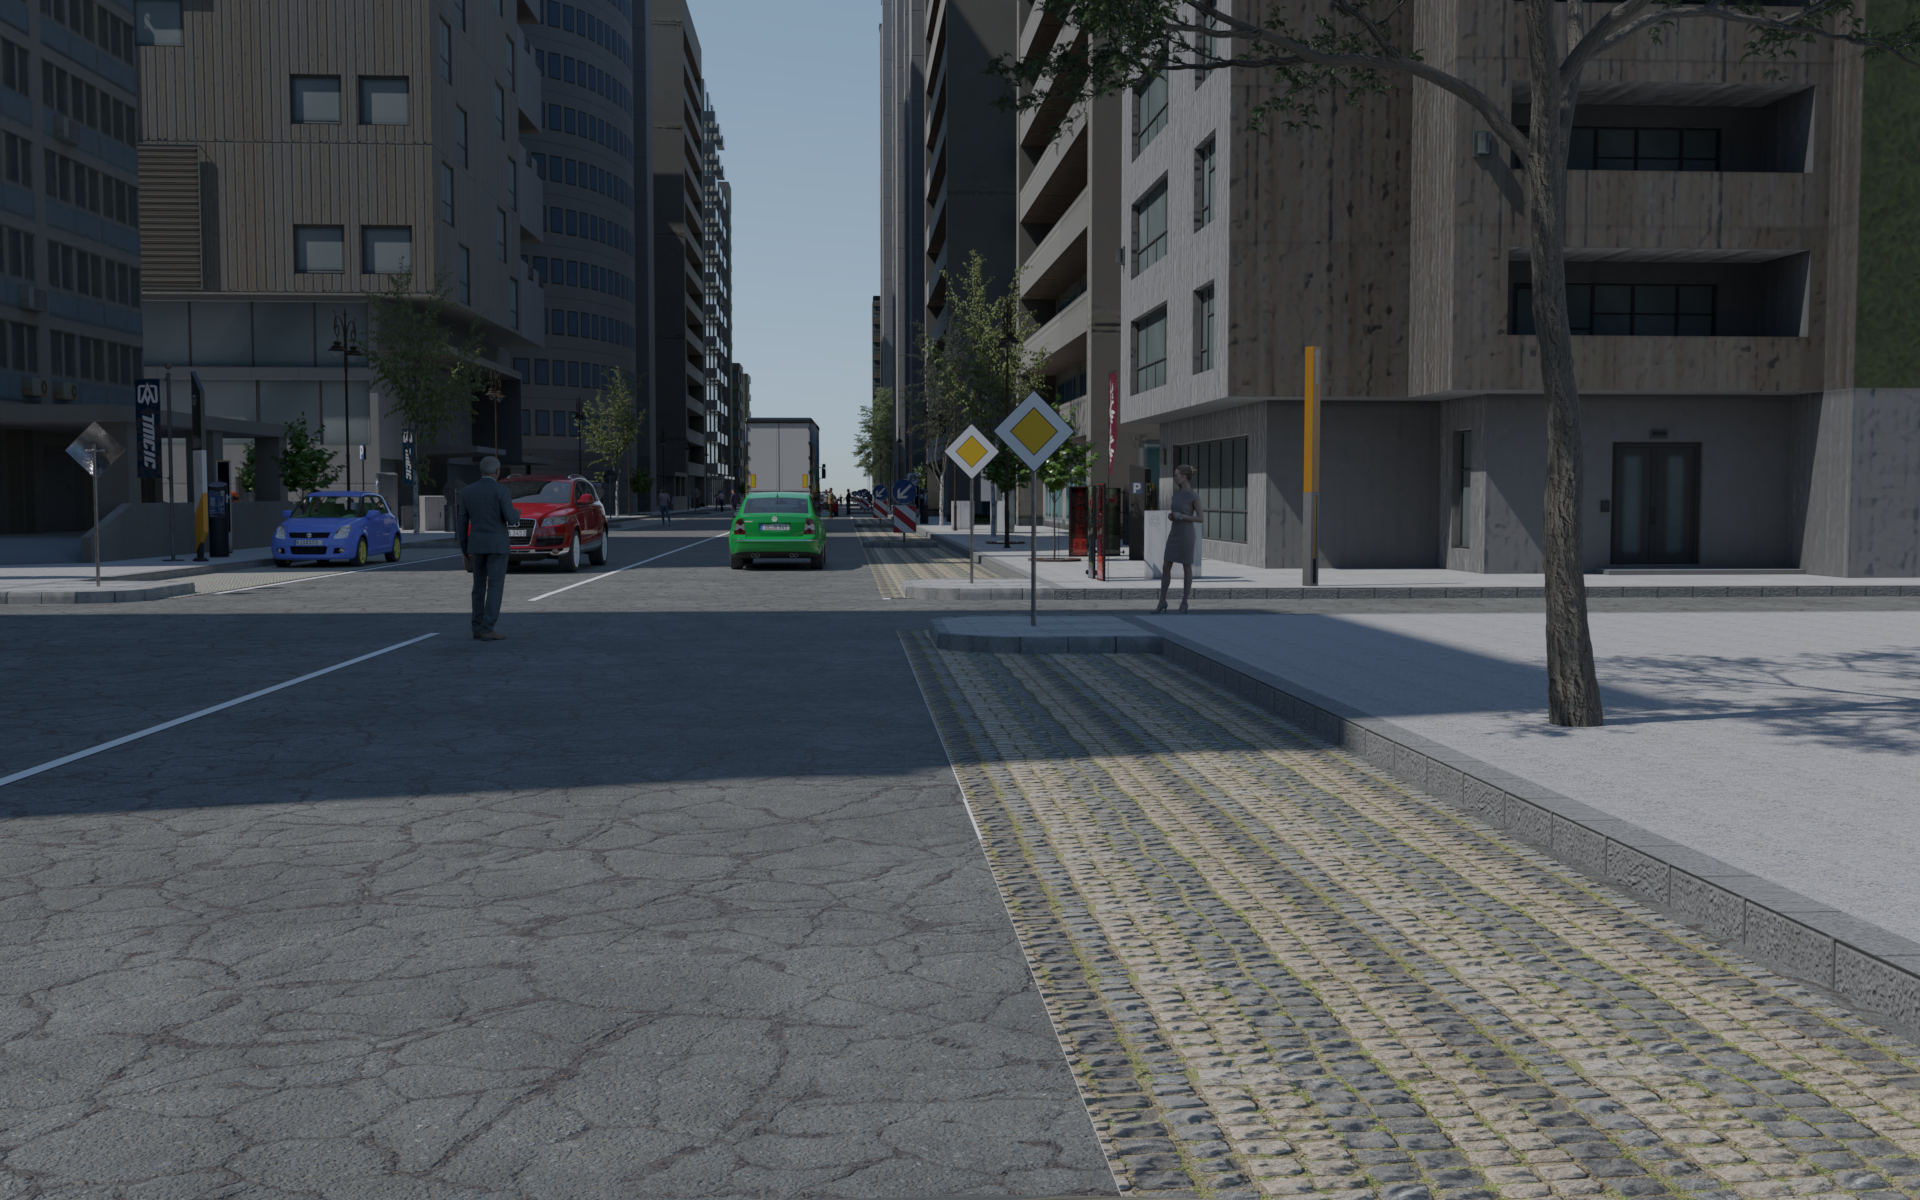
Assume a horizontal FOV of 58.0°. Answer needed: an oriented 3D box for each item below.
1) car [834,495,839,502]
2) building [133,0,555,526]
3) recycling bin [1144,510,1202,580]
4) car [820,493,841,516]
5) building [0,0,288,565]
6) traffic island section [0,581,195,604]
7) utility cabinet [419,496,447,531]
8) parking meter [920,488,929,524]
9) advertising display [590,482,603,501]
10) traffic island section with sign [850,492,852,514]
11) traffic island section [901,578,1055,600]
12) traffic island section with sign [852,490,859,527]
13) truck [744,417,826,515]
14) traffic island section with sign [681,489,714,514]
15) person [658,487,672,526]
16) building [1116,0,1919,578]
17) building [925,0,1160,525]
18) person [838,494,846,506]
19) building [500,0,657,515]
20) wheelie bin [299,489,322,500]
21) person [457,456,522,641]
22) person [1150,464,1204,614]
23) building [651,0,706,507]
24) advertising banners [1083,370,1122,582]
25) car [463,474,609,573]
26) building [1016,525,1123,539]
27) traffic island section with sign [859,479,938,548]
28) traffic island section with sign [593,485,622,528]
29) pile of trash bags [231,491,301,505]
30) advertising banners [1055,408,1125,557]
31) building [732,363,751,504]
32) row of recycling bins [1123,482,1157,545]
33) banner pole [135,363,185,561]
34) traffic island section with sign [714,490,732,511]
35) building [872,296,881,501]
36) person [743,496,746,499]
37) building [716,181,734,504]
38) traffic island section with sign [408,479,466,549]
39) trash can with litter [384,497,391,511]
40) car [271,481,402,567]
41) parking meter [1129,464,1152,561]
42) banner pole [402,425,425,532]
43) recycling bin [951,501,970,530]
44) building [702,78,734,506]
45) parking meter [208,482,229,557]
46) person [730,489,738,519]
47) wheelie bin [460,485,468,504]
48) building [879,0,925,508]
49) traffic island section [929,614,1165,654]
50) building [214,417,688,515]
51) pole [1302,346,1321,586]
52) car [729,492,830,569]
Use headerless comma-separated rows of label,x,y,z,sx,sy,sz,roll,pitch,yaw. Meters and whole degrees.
car,-11.433,-8.460,150.321,2.014,1.417,4.499,0,4,-4
building,-33.573,-29.692,74.697,28.713,52.752,27.495,0,4,-4
recycling bin,3.246,-0.845,26.363,0.722,1.027,0.722,2,4,24
car,-8.833,-6.334,112.607,2.155,1.783,4.494,0,4,-6
building,-32.665,-21.092,36.741,32.217,40.220,23.993,0,4,-4
traffic island section,-11.974,-0.107,24.026,2.009,0.180,2.903,0,4,-4
utility cabinet,-18.320,-3.004,60.277,0.306,1.237,1.020,2,4,29
parking meter,-1.542,-4.037,74.416,0.372,1.533,0.369,0,3,0
advertising display,-19.438,-5.313,92.073,0.974,1.923,0.123,-3,5,-42
traffic island section with sign,-6.974,-7.082,124.410,1.989,1.847,2.006,0,4,-4
traffic island section,0.189,-0.157,24.852,2.009,0.180,2.903,0,4,-4
traffic island section with sign,-3.550,-4.028,74.490,1.989,1.847,2.006,0,4,-4
truck,-6.890,-4.894,68.933,2.839,4.237,11.283,0,4,-3
traffic island section with sign,-18.788,-7.013,123.289,1.989,1.847,2.006,0,4,-4
person,-13.112,-4.163,77.161,0.593,1.750,0.643,-1,4,-21
building,10.968,-15.941,32.340,14.107,30.474,14.160,0,4,-4
building,9.328,-28.472,89.224,21.300,48.544,21.600,0,4,-4
person,-11.918,-9.871,173.155,1.065,1.426,0.557,-1,4,-19
building,-31.887,-34.821,111.315,21.231,58.520,28.212,0,4,-4
wheelie bin,-23.304,-3.324,62.259,0.693,1.594,0.980,-3,5,-41
person,-4.618,-0.517,17.127,0.661,1.801,0.590,1,4,15
person,2.586,-0.719,20.594,0.374,1.781,0.599,-3,5,-40
building,-35.387,-32.851,160.820,21.300,48.544,21.600,0,4,-4
advertising banners,2.086,-1.796,25.551,0.090,3.025,2.074,0,4,-6
car,-8.094,-1.510,33.358,2.281,1.827,5.304,0,4,-2
building,13.610,-26.617,58.883,21.300,48.544,21.600,0,4,-4
traffic island section with sign,-1.633,-2.329,46.702,1.989,1.847,2.006,0,4,-4
traffic island section with sign,-15.353,-3.944,73.105,1.989,1.847,2.006,0,4,-4
pile of trash bags,-23.604,-3.041,59.473,3.447,1.369,1.912,-3,5,-42
advertising banners,2.466,-2.396,35.358,2.074,3.025,0.090,-2,4,-27
building,-43.739,-24.244,241.421,27.650,21.520,28.899,0,4,-4
row of recycling bins,5.872,-2.240,43.730,3.534,1.692,1.069,0,4,-1
banner pole,-15.301,-2.632,33.053,0.863,3.779,0.401,0,4,-3
traffic island section with sign,-20.642,-8.658,150.180,1.989,1.847,2.006,0,4,-4
building,-5.778,-29.370,251.894,14.160,30.474,14.107,0,4,-4
person,-20.123,-9.491,164.391,1.217,1.735,0.721,3,4,38
building,-36.361,-32.797,219.821,14.154,41.232,14.086,0,4,-4
traffic island section with sign,-13.510,-2.299,46.213,1.989,1.847,2.006,0,4,-4
trash can with litter,-30.711,-5.001,93.151,1.055,1.170,0.624,0,4,8
car,-12.562,-1.552,34.959,1.945,1.707,3.694,0,4,-2
parking meter,3.486,-1.697,33.464,0.399,1.863,0.255,2,4,34
banner pole,-18.373,-4.164,58.096,0.863,3.779,0.401,2,4,24
recycling bin,0.103,-3.078,62.886,0.722,1.027,0.722,1,4,11
building,-38.307,-35.311,196.940,23.786,49.044,30.456,0,4,-4
parking meter,-15.065,-1.638,35.188,0.372,1.533,0.369,0,3,0
person,-13.171,-5.601,100.993,0.541,1.710,0.530,-3,5,-39
wheelie bin,-16.933,-3.195,60.149,0.980,1.594,0.693,2,4,28
building,1.014,-40.642,206.487,21.231,58.520,28.212,0,4,-4
traffic island section,0.735,0.330,16.886,2.009,0.180,2.903,0,4,-4
building,-38.534,-27.257,137.534,32.217,40.220,23.993,0,4,-4
pole,4.889,-1.849,24.071,0.158,3.312,0.155,0,3,0
car,-3.562,-1.561,34.324,1.959,1.807,4.718,0,4,-3
